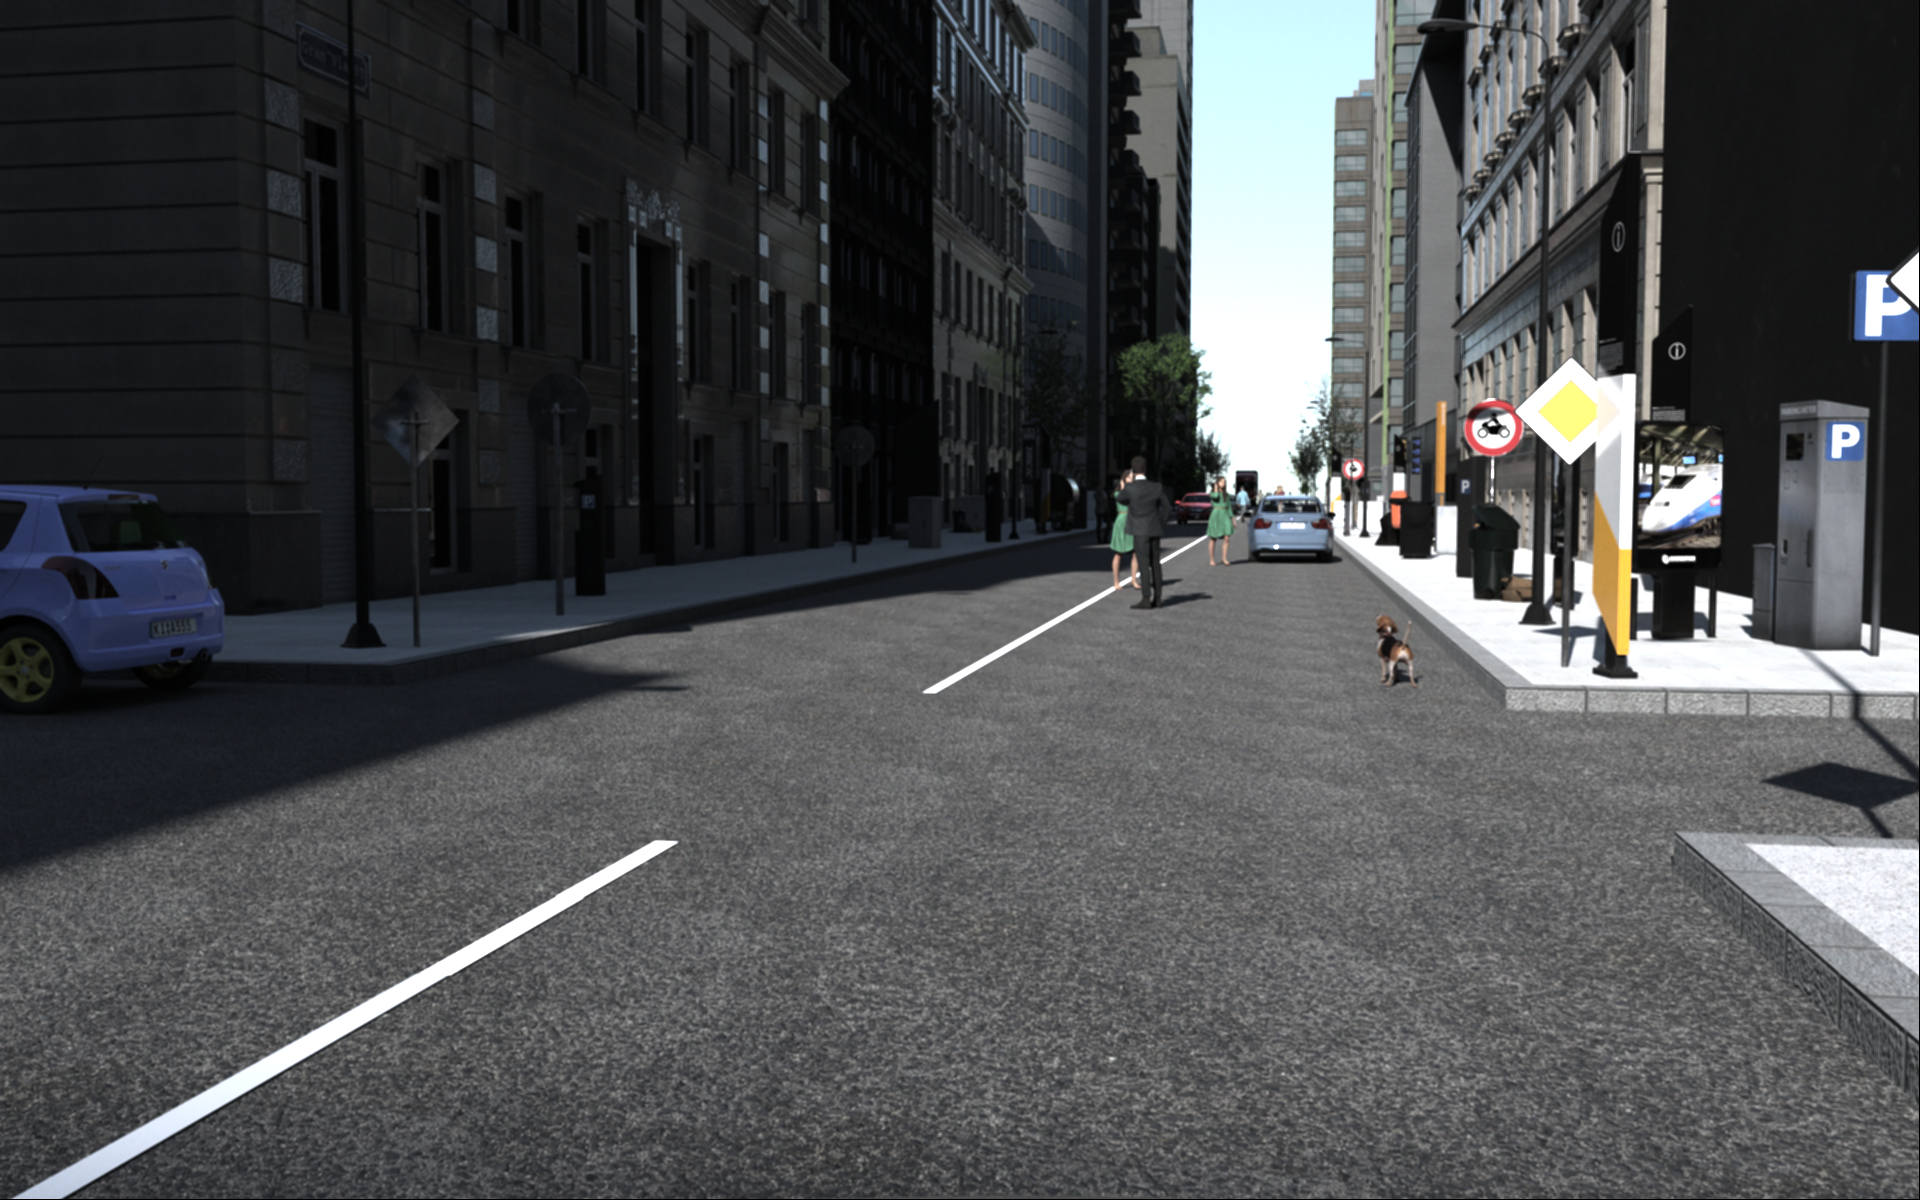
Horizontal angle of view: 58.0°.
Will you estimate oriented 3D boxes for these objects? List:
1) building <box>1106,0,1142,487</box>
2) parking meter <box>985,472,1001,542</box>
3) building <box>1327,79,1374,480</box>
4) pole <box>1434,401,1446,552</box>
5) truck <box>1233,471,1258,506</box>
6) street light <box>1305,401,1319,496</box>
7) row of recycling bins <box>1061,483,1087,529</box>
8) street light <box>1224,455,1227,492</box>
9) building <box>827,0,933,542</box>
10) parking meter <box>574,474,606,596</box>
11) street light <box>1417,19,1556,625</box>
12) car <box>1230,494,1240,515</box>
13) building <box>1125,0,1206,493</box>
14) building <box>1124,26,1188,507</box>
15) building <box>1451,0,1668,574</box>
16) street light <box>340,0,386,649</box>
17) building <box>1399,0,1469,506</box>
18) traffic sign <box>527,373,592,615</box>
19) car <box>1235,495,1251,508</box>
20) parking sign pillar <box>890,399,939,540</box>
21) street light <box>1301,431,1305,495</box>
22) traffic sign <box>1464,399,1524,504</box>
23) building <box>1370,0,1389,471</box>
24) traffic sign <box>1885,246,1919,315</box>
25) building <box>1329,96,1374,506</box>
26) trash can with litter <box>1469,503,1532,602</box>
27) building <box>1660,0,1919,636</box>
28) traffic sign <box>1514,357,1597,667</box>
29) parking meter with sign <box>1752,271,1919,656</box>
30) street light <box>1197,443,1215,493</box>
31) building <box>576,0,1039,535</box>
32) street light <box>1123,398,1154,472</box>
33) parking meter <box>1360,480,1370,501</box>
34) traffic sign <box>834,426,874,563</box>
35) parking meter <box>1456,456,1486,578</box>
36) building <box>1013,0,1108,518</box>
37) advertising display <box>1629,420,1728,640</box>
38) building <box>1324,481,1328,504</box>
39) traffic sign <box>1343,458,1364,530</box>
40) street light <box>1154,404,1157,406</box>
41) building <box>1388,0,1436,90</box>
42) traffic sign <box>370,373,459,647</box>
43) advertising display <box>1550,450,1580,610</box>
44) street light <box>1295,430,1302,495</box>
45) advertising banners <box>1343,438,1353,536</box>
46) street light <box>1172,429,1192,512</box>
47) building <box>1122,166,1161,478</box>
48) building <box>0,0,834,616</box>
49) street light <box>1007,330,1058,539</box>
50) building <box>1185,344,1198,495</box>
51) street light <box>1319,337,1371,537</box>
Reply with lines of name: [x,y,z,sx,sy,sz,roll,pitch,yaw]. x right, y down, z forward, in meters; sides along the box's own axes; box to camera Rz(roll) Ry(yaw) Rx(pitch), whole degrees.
building: [2.136,-29.223,132.416,22.147,44.769,28.867,1,4,10]
parking meter: [0.882,-2.483,46.311,0.399,1.863,0.255,3,5,40]
building: [55.219,-35.569,201.155,23.786,49.044,30.456,1,4,10]
pole: [10.613,-2.717,38.265,0.158,3.312,0.155,0,3,0]
truck: [34.511,-13.436,208.599,2.839,4.237,11.283,1,4,11]
street light: [18.097,-6.961,86.355,1.470,5.913,1.316,1,4,10]
row of recycling bins: [4.316,-3.559,65.310,1.069,1.692,3.534,0,4,1]
street light: [31.325,-14.373,207.545,1.470,5.913,1.316,1,4,10]
building: [-8.382,-13.523,50.778,12.332,23.373,15.834,1,4,10]
parking meter: [-4.687,-0.827,21.927,0.372,1.533,0.369,0,3,0]
street light: [5.171,-2.721,17.030,1.470,5.913,1.316,1,4,10]
car: [18.076,-6.623,118.080,2.009,1.686,4.222,1,4,9]
building: [23.003,-48.678,234.136,20.563,71.187,20.611,1,4,10]
building: [13.083,-34.385,185.901,21.300,48.544,21.600,1,4,10]
building: [20.579,-12.627,39.741,16.112,22.955,30.059,1,4,10]
street light: [-4.486,-2.553,14.276,1.470,5.913,1.316,1,4,10]
building: [25.951,-15.299,69.207,14.314,24.678,30.058,1,4,10]
traffic sign: [-4.239,-1.111,18.279,0.768,2.556,0.104,1,4,18]
car: [29.184,-10.247,179.893,2.083,1.381,4.827,1,4,10]
parking sign pillar: [-1.264,-3.704,49.027,1.447,3.967,1.447,-1,4,-16]
street light: [19.039,-7.306,91.989,1.470,5.913,1.316,1,4,10]
traffic sign: [7.174,-1.421,23.337,0.768,2.556,0.104,1,4,17]
building: [42.279,-32.267,116.802,28.713,52.752,27.495,1,4,10]
traffic sign: [3.029,-0.079,4.931,0.795,2.450,0.064,1,4,10]
building: [45.863,-30.393,180.514,14.154,41.232,14.086,1,4,10]
trash can with litter: [6.643,-0.584,20.936,0.624,1.170,1.055,-1,4,-22]
building: [17.402,-11.557,18.636,15.834,23.373,12.332,1,4,10]
traffic sign: [4.483,-0.559,12.783,0.795,2.450,0.064,1,4,10]
parking meter with sign: [7.209,-1.112,14.443,0.543,3.016,1.738,0,4,-2]
street light: [22.334,-11.370,158.443,1.470,5.913,1.316,1,4,10]
building: [-4.652,-16.728,70.767,12.463,27.353,25.104,1,4,10]
street light: [8.457,-6.797,83.669,1.470,5.913,1.316,1,4,10]
parking meter: [16.873,-4.067,72.207,0.399,1.863,0.255,1,4,9]
traffic sign: [-1.977,-1.967,32.272,0.768,2.556,0.104,1,4,11]
parking meter: [7.841,-1.278,26.600,0.255,1.863,0.399,-2,4,-27]
building: [-2.985,-34.368,103.913,21.231,58.520,28.212,1,4,10]
advertising display: [6.326,-0.617,15.306,0.974,1.923,0.123,-1,4,-18]
building: [64.676,-32.750,227.338,32.217,40.220,23.993,1,4,10]
traffic sign: [14.089,-3.788,62.038,0.768,2.556,0.104,1,4,15]
street light: [9.487,-7.161,89.629,1.470,5.913,1.316,1,4,10]
building: [31.235,-25.338,97.863,14.154,41.232,14.086,1,4,10]
traffic sign: [-4.554,-0.662,14.471,0.795,2.450,0.064,1,4,10]
advertising display: [6.822,-0.877,19.545,0.123,1.923,0.974,0,4,8]
street light: [25.340,-9.411,126.416,1.470,5.913,1.316,1,4,10]
advertising banners: [12.052,-3.515,53.659,0.090,3.025,2.074,1,4,19]
street light: [15.893,-9.270,124.105,1.470,5.913,1.316,1,4,10]
building: [10.167,-23.332,153.182,14.160,30.474,14.107,1,4,10]
building: [-10.804,-14.255,30.327,12.463,27.353,25.104,1,4,10]
street light: [2.071,-4.685,49.134,1.470,5.913,1.316,1,4,10]
building: [14.532,-22.449,212.088,27.650,21.520,28.899,1,4,10]
street light: [11.493,-4.823,51.390,1.470,5.913,1.316,1,4,10]
